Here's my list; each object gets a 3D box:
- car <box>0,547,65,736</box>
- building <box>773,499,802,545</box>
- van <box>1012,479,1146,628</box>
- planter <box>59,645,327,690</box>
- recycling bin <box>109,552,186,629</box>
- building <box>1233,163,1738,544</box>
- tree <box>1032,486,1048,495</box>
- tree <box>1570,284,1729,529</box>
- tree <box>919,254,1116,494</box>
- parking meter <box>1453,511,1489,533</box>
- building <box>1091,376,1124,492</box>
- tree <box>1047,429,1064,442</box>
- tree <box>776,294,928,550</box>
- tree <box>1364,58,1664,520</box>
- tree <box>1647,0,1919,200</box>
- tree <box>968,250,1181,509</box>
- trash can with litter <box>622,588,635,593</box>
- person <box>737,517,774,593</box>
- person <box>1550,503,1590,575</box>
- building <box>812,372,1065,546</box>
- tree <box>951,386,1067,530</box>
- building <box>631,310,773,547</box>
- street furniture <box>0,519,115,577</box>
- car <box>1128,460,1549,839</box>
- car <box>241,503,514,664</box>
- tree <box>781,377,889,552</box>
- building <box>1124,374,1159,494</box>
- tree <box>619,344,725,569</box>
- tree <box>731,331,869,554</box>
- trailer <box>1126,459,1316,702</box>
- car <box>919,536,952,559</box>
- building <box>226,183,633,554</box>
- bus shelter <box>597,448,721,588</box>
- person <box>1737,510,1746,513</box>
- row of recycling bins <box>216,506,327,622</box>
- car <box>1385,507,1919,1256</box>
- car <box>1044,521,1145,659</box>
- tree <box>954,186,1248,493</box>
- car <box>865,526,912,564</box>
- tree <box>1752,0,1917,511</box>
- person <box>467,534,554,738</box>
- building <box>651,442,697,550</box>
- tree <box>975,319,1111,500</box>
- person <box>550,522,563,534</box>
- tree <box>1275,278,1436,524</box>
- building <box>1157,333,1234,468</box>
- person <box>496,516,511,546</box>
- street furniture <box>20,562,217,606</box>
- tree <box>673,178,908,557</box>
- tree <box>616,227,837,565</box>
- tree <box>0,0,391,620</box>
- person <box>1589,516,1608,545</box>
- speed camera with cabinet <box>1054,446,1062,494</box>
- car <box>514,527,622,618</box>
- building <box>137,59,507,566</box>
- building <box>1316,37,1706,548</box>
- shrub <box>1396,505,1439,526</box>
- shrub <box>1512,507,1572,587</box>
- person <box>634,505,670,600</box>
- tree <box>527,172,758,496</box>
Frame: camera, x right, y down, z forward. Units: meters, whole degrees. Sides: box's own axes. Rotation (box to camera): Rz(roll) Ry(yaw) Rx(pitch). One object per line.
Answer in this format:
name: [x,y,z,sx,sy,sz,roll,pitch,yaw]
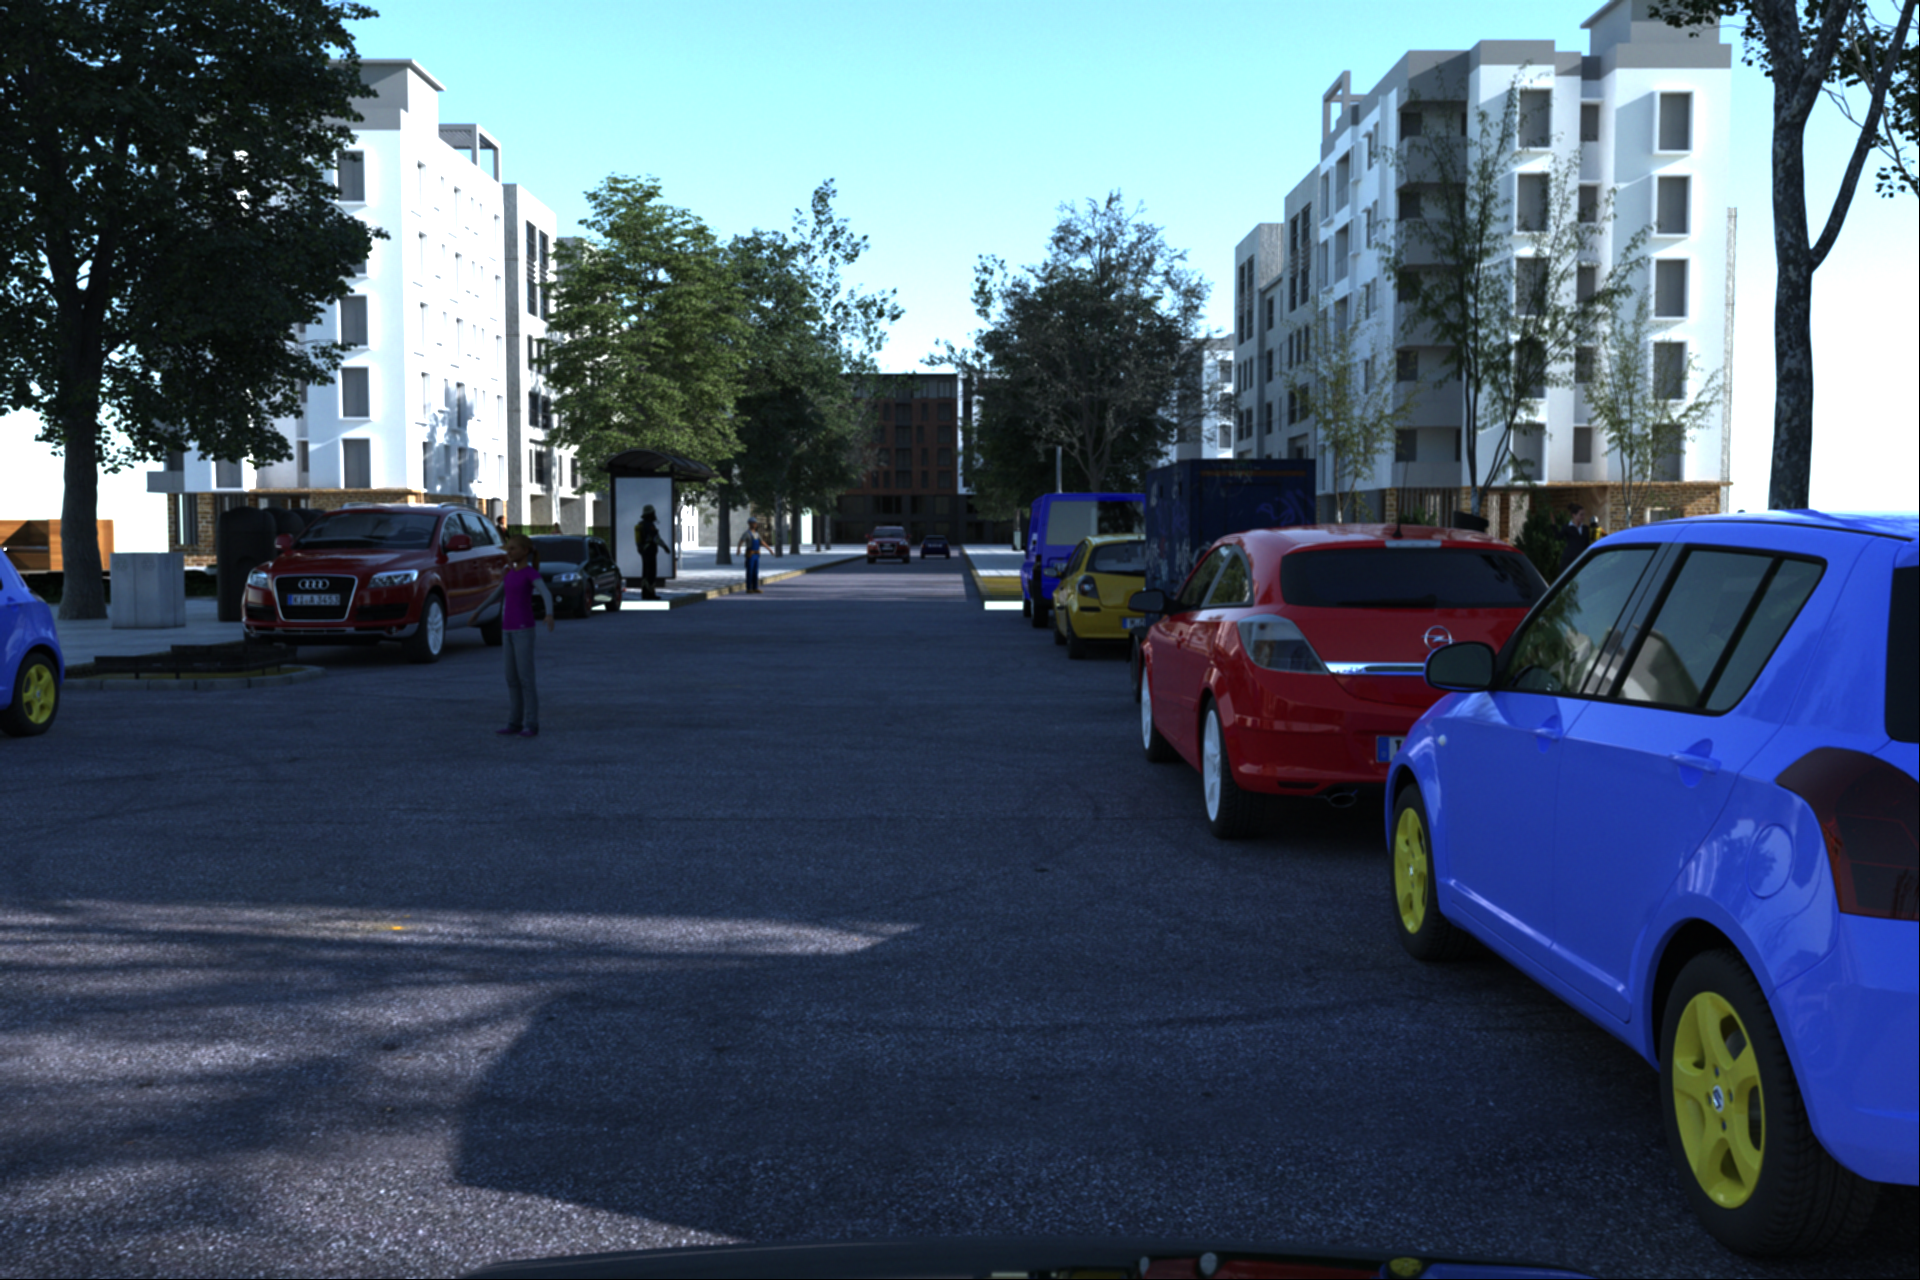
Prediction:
car: [-7.378,-0.088,11.031,1.945,1.707,3.694,0,3,0]
building: [-28.621,-20.594,203.170,16.747,18.905,31.486,0,4,1]
van: [2.021,-1.453,28.147,2.240,2.365,5.245,0,4,0]
planter: [-7.349,0.259,16.902,1.991,0.319,1.994,0,4,0]
recycling bin: [-11.110,-0.682,23.700,0.722,1.027,0.722,0,4,0]
building: [25.379,-13.760,91.441,16.747,18.905,31.486,0,4,0]
tree: [4.492,-9.196,100.715,4.360,8.622,3.978,0,3,0]
tree: [19.783,-6.183,51.450,4.360,8.622,3.978,0,3,0]
tree: [3.896,-16.058,118.440,12.611,20.169,13.585,0,3,0]
parking meter: [5.550,-0.638,18.844,0.372,1.533,0.369,0,3,0]
building: [22.982,-20.498,201.598,16.747,18.905,31.486,0,4,0]
tree: [5.516,-9.571,106.851,4.737,8.622,4.395,0,3,0]
tree: [-9.449,-17.160,136.448,12.611,20.169,13.585,0,3,0]
tree: [8.097,-4.729,27.684,4.360,8.622,3.978,0,3,0]
tree: [22.157,-11.229,39.479,12.611,20.169,13.585,0,3,0]
tree: [5.378,-10.475,77.921,9.857,13.997,8.962,0,3,0]
trash can with litter: [-7.862,-1.663,38.250,1.678,1.210,2.233,0,4,0]
person: [-5.001,-2.054,41.904,0.705,1.847,1.347,2,4,33]
person: [8.623,-1.074,24.410,0.742,1.727,0.445,-3,5,-43]
building: [-2.561,-23.415,229.264,32.646,21.610,27.936,0,4,0]
tree: [4.432,-14.194,138.731,9.857,13.997,8.962,0,3,0]
building: [-29.546,-21.193,177.435,19.493,23.208,18.063,0,4,0]
street furniture: [-28.609,-2.829,53.109,11.010,1.723,9.812,3,4,38]
car: [2.058,-0.036,9.628,2.155,1.783,4.494,0,4,0]
car: [-6.824,-0.745,20.855,2.281,1.827,5.304,0,3,0]
tree: [-10.168,-13.028,123.375,12.009,13.543,11.850,0,3,0]
building: [22.372,-19.911,181.963,16.016,20.090,11.380,0,4,0]
tree: [-10.229,-6.910,63.339,4.360,8.622,3.978,0,3,0]
tree: [-10.553,-12.467,110.497,9.857,13.997,8.962,0,3,0]
trailer: [2.184,-0.493,15.113,1.471,1.999,3.904,0,4,-1]
car: [-1.440,-5.402,100.899,1.945,1.354,3.894,0,4,-1]
building: [-30.732,-14.489,103.358,16.747,18.905,31.486,0,4,0]
bus shelter: [-7.478,-3.041,43.648,2.014,3.302,5.546,0,4,2]
person: [14.556,-1.568,32.446,1.217,1.737,0.721,-1,4,-13]
row of recycling bins: [-10.501,-1.215,26.986,1.069,1.692,3.534,0,4,0]
car: [2.344,0.297,4.743,1.945,1.707,3.694,0,3,0]
car: [2.065,-0.676,21.274,2.015,1.641,3.980,0,4,0]
tree: [4.919,-9.270,61.941,12.009,13.543,11.850,0,3,0]
car: [-3.506,-4.702,85.558,2.281,1.827,5.304,0,4,-1]
tree: [7.919,-9.793,16.007,12.611,20.169,13.585,0,3,0]
person: [-3.162,-0.032,12.240,0.991,1.433,0.599,3,5,41]
building: [-27.658,-12.902,153.103,9.099,9.664,28.070,0,4,0]
tree: [4.659,-10.551,90.637,7.486,12.596,7.792,0,3,0]
person: [-15.614,-3.666,66.735,1.217,1.733,0.721,2,4,29]
tree: [10.896,-6.132,50.625,4.360,8.622,3.978,0,3,0]
building: [23.849,-18.787,163.581,16.016,20.090,11.380,0,4,0]
person: [-13.223,-2.682,50.030,0.705,1.806,1.347,1,4,19]
street furniture: [-16.188,-1.261,36.249,5.734,0.657,10.072,1,4,23]
tree: [-9.322,-14.509,93.110,12.611,20.169,13.585,0,3,0]
tree: [-10.064,-10.160,72.777,9.857,13.997,8.962,0,3,0]
tree: [-13.269,-7.300,26.004,9.857,13.997,8.962,0,3,0]
person: [20.085,-3.009,54.965,1.354,1.858,0.705,0,4,-2]
speed camera with cabinet: [2.436,-2.695,38.407,0.660,3.252,2.038,0,4,-2]
car: [-7.173,-1.281,30.732,2.009,1.686,4.222,0,4,0]
building: [-26.825,-13.089,70.429,16.016,20.090,11.380,0,4,0]
building: [20.303,-13.201,72.248,16.016,20.090,11.380,0,3,0]
shrub: [11.784,-2.487,44.696,1.661,2.075,1.752,0,3,0]
shrub: [13.666,-2.194,40.289,1.690,2.028,1.600,0,3,0]
person: [-6.070,-1.723,33.950,0.705,1.856,1.354,-2,4,-35]
tree: [-10.067,-8.385,55.220,7.486,12.596,7.792,0,3,0]
